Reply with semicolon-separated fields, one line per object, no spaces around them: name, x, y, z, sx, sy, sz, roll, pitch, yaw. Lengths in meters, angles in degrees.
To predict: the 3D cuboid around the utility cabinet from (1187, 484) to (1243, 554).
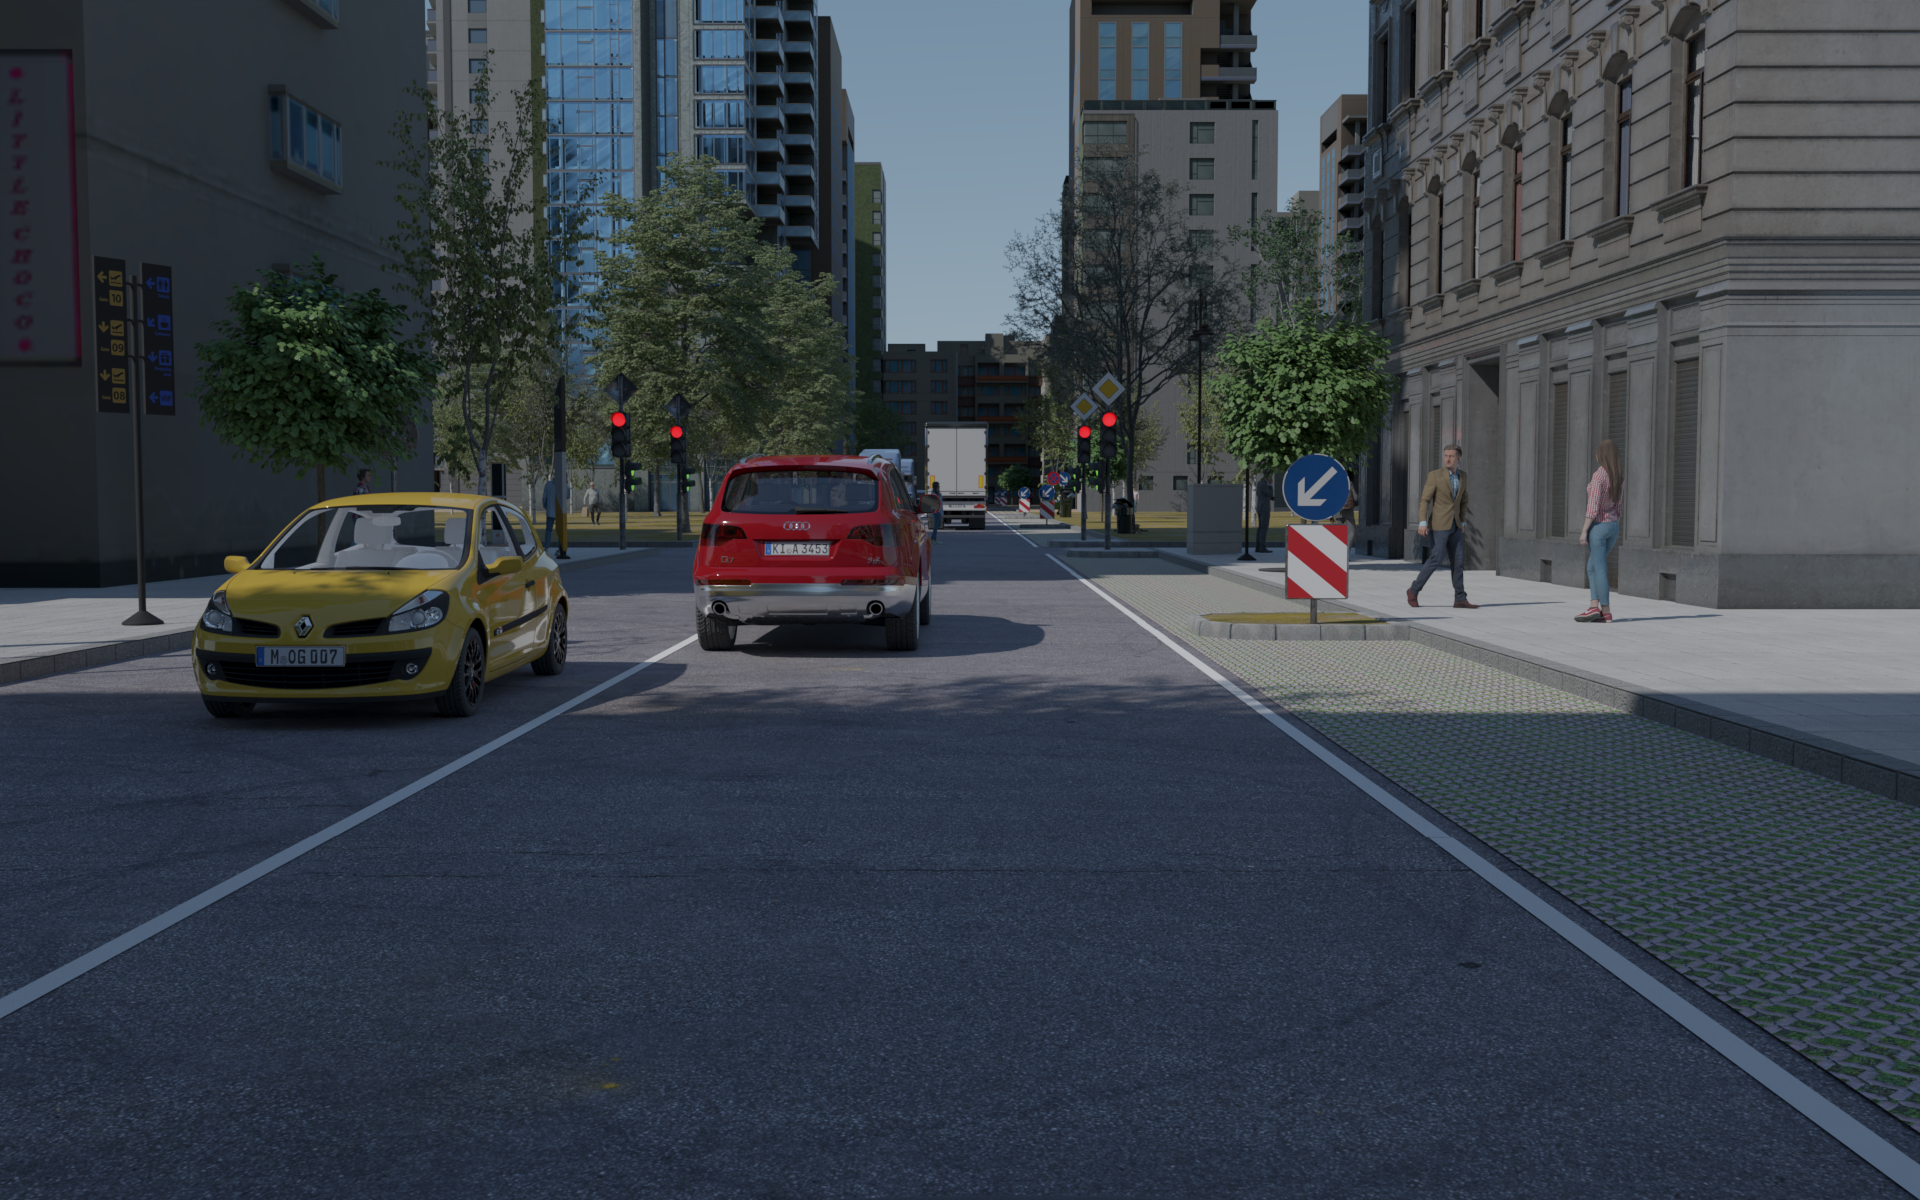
utility cabinet;5.416;-1.724;36.870;1.173;1.500;0.318;-1;4;-21

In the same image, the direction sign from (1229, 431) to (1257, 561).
direction sign;5.543;-2.531;33.380;0.379;3.537;0.876;-3;5;-43

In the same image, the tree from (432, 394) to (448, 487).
tree;-32.015;-9.266;101.868;4.360;8.622;3.978;0;3;0

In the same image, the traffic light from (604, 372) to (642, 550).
traffic light;-7.772;-3.117;39.877;0.839;4.253;0.868;0;3;0

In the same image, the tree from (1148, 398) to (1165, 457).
tree;13.262;-8.760;93.591;4.737;8.622;4.395;0;3;0

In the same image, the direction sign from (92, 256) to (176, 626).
direction sign;-8.035;-1.525;16.925;0.379;3.537;0.876;2;4;25

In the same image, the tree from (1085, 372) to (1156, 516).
tree;8.990;-9.181;100.465;4.360;8.622;3.978;0;3;0

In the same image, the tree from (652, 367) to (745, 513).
tree;-17.625;-11.159;116.854;7.601;10.594;8.767;2;4;31

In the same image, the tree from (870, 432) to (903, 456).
tree;-8.465;-14.934;194.532;4.360;8.622;3.978;0;3;0

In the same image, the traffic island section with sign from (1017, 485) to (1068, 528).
traffic island section with sign;3.503;-3.911;72.570;1.989;1.847;2.006;0;3;0

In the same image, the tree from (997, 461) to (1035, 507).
tree;5.718;-11.489;171.553;4.285;4.588;4.351;0;3;0

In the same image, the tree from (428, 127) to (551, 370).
tree;-27.711;-14.220;88.383;12.611;20.169;13.585;0;3;0

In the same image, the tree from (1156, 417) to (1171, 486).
tree;11.351;-9.980;113.541;4.360;8.622;3.978;0;3;0

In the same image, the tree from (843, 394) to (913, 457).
tree;-9.197;-15.336;176.500;9.928;11.665;9.643;0;3;0

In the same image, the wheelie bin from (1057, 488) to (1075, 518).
wheelie bin;5.823;-5.306;94.660;0.980;1.594;0.693;0;4;-3

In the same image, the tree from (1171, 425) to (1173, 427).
tree;12.288;-10.378;120.047;4.360;8.622;3.978;0;3;0

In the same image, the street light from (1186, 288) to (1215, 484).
street light;5.412;-4.057;39.114;0.468;5.910;1.993;0;3;0

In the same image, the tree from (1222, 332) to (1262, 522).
tree;13.487;-7.844;78.615;4.360;8.622;3.978;0;3;0

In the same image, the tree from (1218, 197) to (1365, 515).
tree;22.062;-15.457;108.605;12.611;20.169;13.585;0;3;0

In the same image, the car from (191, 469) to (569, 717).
car;-3.985;-0.129;12.334;2.015;1.641;3.980;0;4;-1

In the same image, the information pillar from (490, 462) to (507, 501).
information pillar;-10.603;-2.161;39.822;0.304;2.012;0.304;0;4;-2

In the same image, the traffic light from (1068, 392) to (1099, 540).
traffic light;3.405;-3.605;47.857;0.839;4.253;0.868;0;3;0

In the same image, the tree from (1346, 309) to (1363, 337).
tree;22.055;-9.620;83.050;9.928;11.665;9.643;0;3;0

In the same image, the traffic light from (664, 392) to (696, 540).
traffic light;-7.757;-3.605;47.863;0.839;4.253;0.868;0;3;0

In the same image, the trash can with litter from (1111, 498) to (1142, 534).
trash can with litter;5.416;-2.734;56.095;0.624;1.170;1.055;3;5;42

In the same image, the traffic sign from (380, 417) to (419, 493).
traffic sign;-8.650;-1.613;26.476;0.768;2.556;0.104;0;4;3

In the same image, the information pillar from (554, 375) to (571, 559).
information pillar;-7.887;-2.621;34.202;0.183;3.616;0.504;-2;4;-31

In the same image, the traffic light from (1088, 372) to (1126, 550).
traffic light;3.389;-3.116;39.872;0.839;4.253;0.868;0;3;0

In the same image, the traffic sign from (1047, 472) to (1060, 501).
traffic sign;5.297;-5.999;98.197;0.768;2.556;0.104;0;4;4

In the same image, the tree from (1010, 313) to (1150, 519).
tree;6.097;-9.446;88.860;7.601;10.594;8.767;-1;4;-8

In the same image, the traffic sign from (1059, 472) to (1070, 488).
traffic sign;5.973;-6.093;99.722;0.768;2.556;0.104;0;4;4

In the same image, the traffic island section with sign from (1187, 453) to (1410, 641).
traffic island section with sign;3.387;-0.558;17.753;1.989;1.847;2.006;0;3;0

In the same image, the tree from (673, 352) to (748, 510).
tree;-12.492;-8.340;86.723;4.360;8.622;3.978;0;3;0

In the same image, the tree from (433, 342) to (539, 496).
tree;-32.261;-12.200;117.604;7.486;12.596;7.792;0;3;0

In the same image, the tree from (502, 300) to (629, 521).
tree;-15.700;-7.108;66.574;4.360;8.622;3.978;0;3;0

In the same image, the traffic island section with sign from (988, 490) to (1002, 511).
traffic island section with sign;3.646;-8.644;149.957;1.989;1.847;2.006;0;3;0

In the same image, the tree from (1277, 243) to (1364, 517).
tree;11.628;-6.062;49.474;4.737;8.622;4.395;0;3;0

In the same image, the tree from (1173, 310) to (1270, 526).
tree;11.535;-7.257;69.007;4.737;8.622;4.395;0;3;0

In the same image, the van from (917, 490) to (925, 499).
van;-3.792;-9.787;167.022;2.013;2.044;4.112;0;4;0

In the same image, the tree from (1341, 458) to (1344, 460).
tree;24.952;-10.344;119.482;4.360;8.622;3.978;0;3;0

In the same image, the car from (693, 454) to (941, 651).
car;-1.353;-0.533;17.393;2.281;1.827;5.304;0;4;1

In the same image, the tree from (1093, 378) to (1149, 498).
tree;10.189;-9.451;104.881;4.737;8.622;4.395;0;3;0

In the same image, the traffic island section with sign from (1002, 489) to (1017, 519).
traffic island section with sign;3.560;-5.559;99.525;1.989;1.847;2.006;0;3;0

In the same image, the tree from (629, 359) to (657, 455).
tree;-16.131;-8.055;82.060;4.360;8.622;3.978;0;3;0
